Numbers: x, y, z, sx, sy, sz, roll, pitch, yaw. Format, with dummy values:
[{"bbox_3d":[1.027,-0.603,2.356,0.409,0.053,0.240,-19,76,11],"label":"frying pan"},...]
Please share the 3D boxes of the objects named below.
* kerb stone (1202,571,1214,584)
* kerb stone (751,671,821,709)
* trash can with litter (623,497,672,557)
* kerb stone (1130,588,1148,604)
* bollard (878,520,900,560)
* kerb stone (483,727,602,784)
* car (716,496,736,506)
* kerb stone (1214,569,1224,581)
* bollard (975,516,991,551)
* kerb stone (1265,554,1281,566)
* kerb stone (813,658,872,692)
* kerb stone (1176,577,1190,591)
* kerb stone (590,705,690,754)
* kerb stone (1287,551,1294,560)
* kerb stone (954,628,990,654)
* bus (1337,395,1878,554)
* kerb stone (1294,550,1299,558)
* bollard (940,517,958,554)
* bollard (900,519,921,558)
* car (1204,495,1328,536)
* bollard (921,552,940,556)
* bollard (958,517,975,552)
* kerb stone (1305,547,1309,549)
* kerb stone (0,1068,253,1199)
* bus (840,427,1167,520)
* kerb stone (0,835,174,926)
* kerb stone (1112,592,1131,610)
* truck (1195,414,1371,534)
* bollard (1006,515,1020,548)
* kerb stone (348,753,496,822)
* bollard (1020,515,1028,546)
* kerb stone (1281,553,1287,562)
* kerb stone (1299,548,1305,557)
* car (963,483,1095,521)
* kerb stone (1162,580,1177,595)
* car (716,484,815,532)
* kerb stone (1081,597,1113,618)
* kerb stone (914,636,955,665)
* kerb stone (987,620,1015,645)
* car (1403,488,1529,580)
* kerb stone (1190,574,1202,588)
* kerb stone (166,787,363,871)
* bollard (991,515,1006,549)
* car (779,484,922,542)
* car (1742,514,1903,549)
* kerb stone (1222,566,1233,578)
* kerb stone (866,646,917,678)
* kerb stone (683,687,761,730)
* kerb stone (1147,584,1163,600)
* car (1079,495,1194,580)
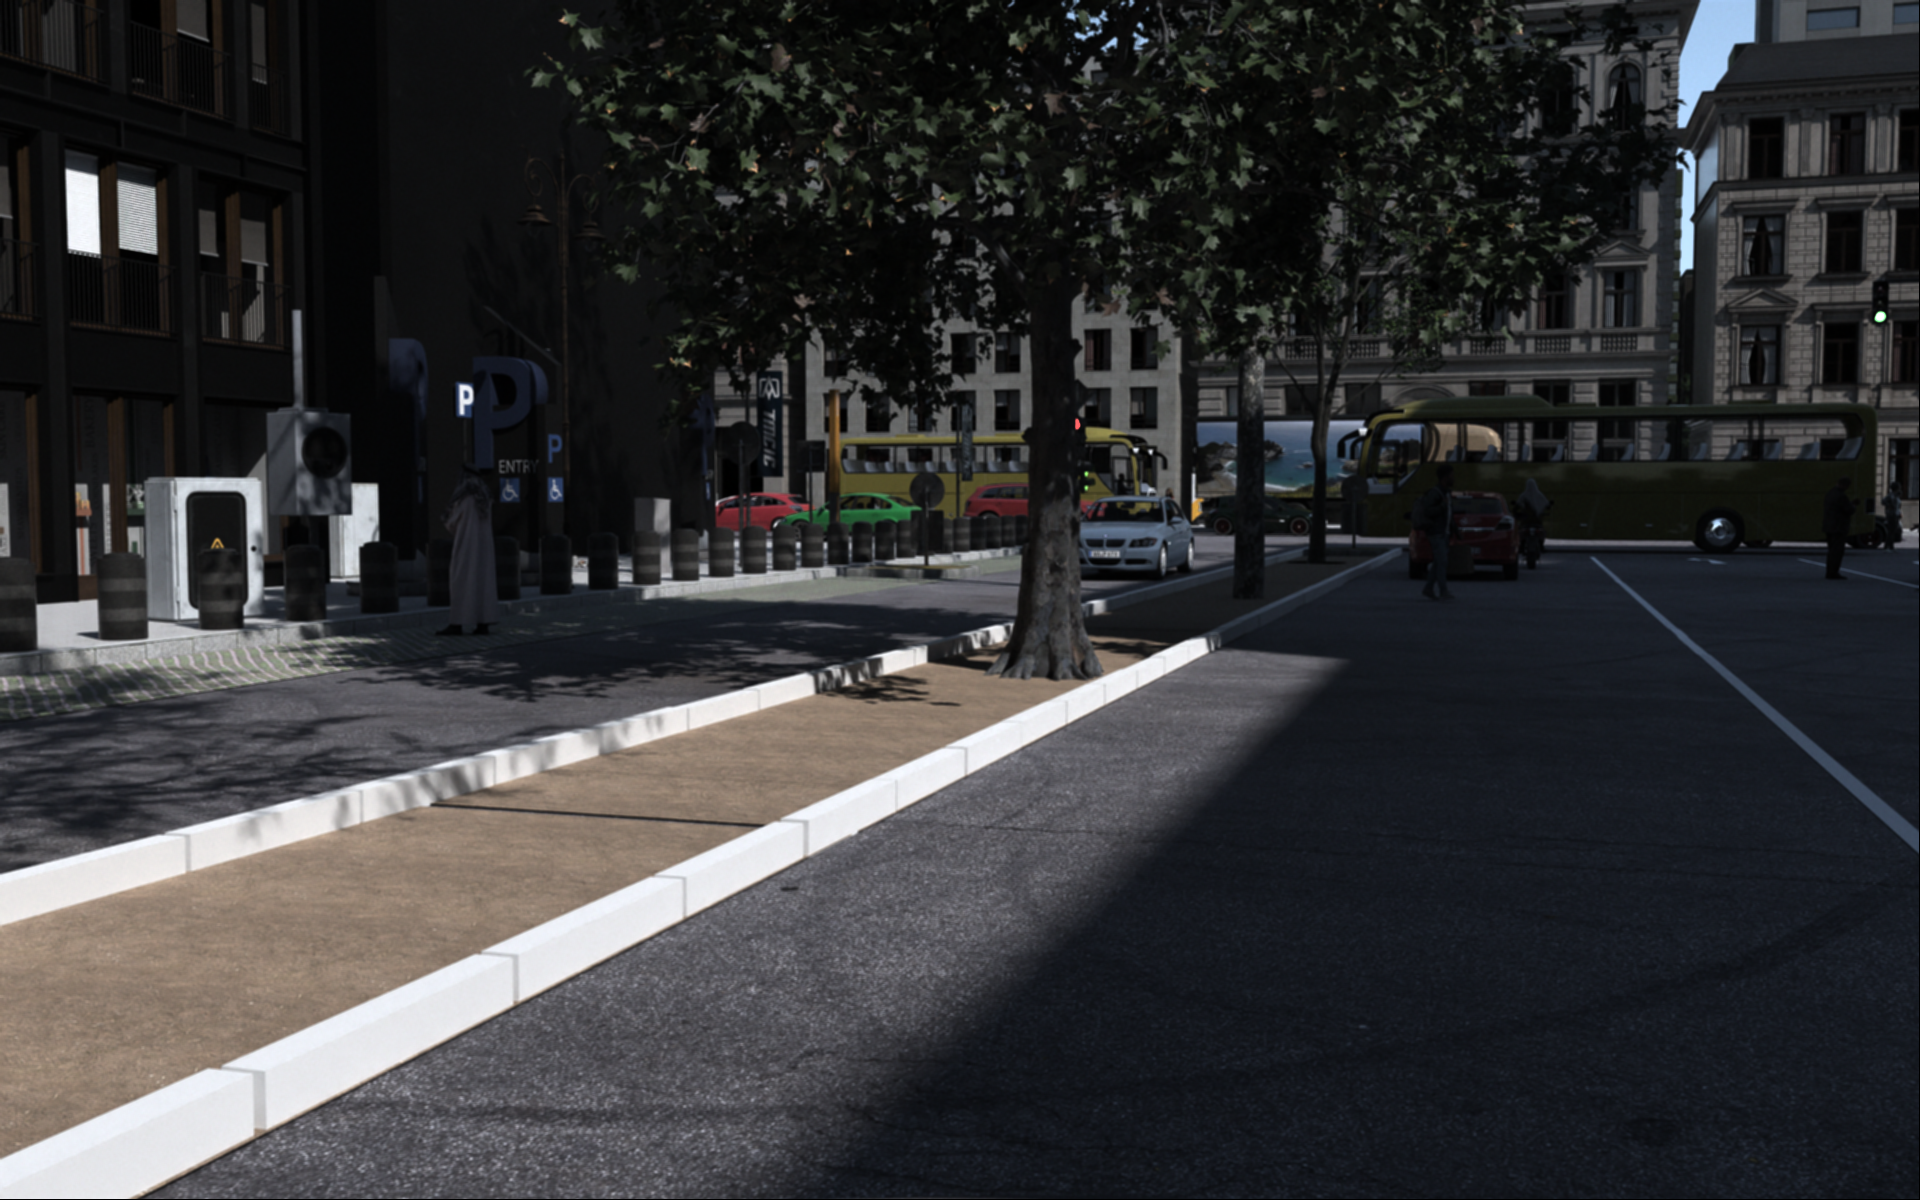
[{"bbox_3d":[3.852,-0.329,27.571,0.120,0.150,1.000,1,4,18],"label":"kerb stone"},{"bbox_3d":[-1.224,0.632,11.908,0.120,0.150,1.000,1,4,18],"label":"kerb stone"},{"bbox_3d":[-6.418,-1.524,35.976,1.678,1.210,2.233,1,4,18],"label":"trash can with litter"},{"bbox_3d":[2.268,-0.028,22.692,0.120,0.150,1.000,1,4,18],"label":"kerb stone"},{"bbox_3d":[-1.469,-1.161,33.697,0.404,0.777,0.398,0,3,0],"label":"bollard"},{"bbox_3d":[-2.176,0.809,8.973,0.120,0.150,1.000,1,4,18],"label":"kerb stone"},{"bbox_3d":[-8.315,-3.523,69.966,4.827,1.381,2.083,1,4,18],"label":"car"},{"bbox_3d":[4.163,-0.387,28.548,0.120,0.150,1.000,1,4,18],"label":"kerb stone"},{"bbox_3d":[0.389,-1.512,39.439,0.404,0.777,0.398,0,3,0],"label":"bollard"},{"bbox_3d":[6.380,-0.804,35.415,0.120,0.150,1.000,1,4,18],"label":"kerb stone"},{"bbox_3d":[-0.909,0.570,12.884,0.120,0.150,1.000,1,4,18],"label":"kerb stone"},{"bbox_3d":[3.218,-0.209,25.621,0.120,0.150,1.000,1,4,18],"label":"kerb stone"},{"bbox_3d":[-1.852,0.749,9.952,0.120,0.150,1.000,1,4,18],"label":"kerb stone"},{"bbox_3d":[7.023,-0.926,37.362,0.120,0.150,1.000,1,4,18],"label":"kerb stone"},{"bbox_3d":[0.046,0.389,15.829,0.120,0.150,1.000,1,4,18],"label":"kerb stone"},{"bbox_3d":[15.770,-3.152,43.074,12.252,3.916,2.896,1,4,19],"label":"bus"},{"bbox_3d":[7.336,-0.987,38.340,0.120,0.150,1.000,1,4,18],"label":"kerb stone"},{"bbox_3d":[-0.352,-1.371,37.138,0.404,0.777,0.398,0,3,0],"label":"bollard"},{"bbox_3d":[-1.097,-1.231,34.840,0.404,0.777,0.398,0,3,0],"label":"bollard"},{"bbox_3d":[10.558,-3.061,59.831,4.222,1.686,2.009,1,4,16],"label":"car"},{"bbox_3d":[-0.728,-1.301,35.986,0.404,0.777,0.398,0,3,0],"label":"bollard"},{"bbox_3d":[0.016,-1.441,38.282,0.404,0.777,0.398,0,3,0],"label":"bollard"},{"bbox_3d":[7.969,-1.105,40.306,0.120,0.150,1.000,1,4,18],"label":"kerb stone"},{"bbox_3d":[-1.776,1.151,3.382,0.120,0.150,1.000,1,4,18],"label":"kerb stone"},{"bbox_3d":[1.434,-4.482,64.831,12.252,3.916,2.896,1,4,18],"label":"bus"},{"bbox_3d":[-3.117,0.990,6.041,0.120,0.150,1.000,1,4,18],"label":"kerb stone"},{"bbox_3d":[1.948,0.037,21.709,0.120,0.150,1.000,1,4,18],"label":"kerb stone"},{"bbox_3d":[14.162,-4.456,61.777,11.283,4.237,2.839,1,4,18],"label":"truck"},{"bbox_3d":[1.134,-1.652,41.729,0.404,0.777,0.398,0,3,0],"label":"bollard"},{"bbox_3d":[-2.488,0.868,7.996,0.120,0.150,1.000,1,4,18],"label":"kerb stone"},{"bbox_3d":[1.507,-1.723,42.889,0.404,0.777,0.398,0,3,0],"label":"bollard"},{"bbox_3d":[6.700,-0.864,36.389,0.120,0.150,1.000,1,4,18],"label":"kerb stone"},{"bbox_3d":[7.646,-1.047,39.317,0.120,0.150,1.000,1,4,18],"label":"kerb stone"},{"bbox_3d":[2.731,-3.149,60.157,5.304,1.827,2.281,1,4,19],"label":"car"},{"bbox_3d":[2.899,-0.150,24.646,0.120,0.150,1.000,1,4,18],"label":"kerb stone"},{"bbox_3d":[-6.914,-2.939,57.097,4.494,1.783,2.155,1,4,16],"label":"car"},{"bbox_3d":[1.628,0.090,20.726,0.120,0.150,1.000,1,4,18],"label":"kerb stone"},{"bbox_3d":[-0.274,0.450,14.845,0.120,0.150,1.000,1,4,18],"label":"kerb stone"},{"bbox_3d":[0.370,0.330,16.807,0.120,0.150,1.000,1,4,18],"label":"kerb stone"},{"bbox_3d":[8.893,-1.313,30.504,2.155,1.783,4.494,1,4,17],"label":"car"},{"bbox_3d":[3.531,-0.269,26.597,0.120,0.150,1.000,1,4,18],"label":"kerb stone"},{"bbox_3d":[-2.802,0.928,7.020,0.120,0.150,1.000,1,4,18],"label":"kerb stone"},{"bbox_3d":[0.761,-1.582,40.585,0.404,0.777,0.398,0,3,0],"label":"bollard"},{"bbox_3d":[-3.076,-2.590,51.141,4.718,1.807,1.959,1,4,19],"label":"car"},{"bbox_3d":[22.694,-2.219,46.063,4.222,1.686,2.009,1,4,17],"label":"car"},{"bbox_3d":[4.480,-0.449,29.529,0.120,0.150,1.000,1,4,18],"label":"kerb stone"},{"bbox_3d":[-0.590,0.510,13.859,0.120,0.150,1.000,1,4,18],"label":"kerb stone"},{"bbox_3d":[-1.535,0.697,10.932,0.120,0.150,1.000,1,4,18],"label":"kerb stone"},{"bbox_3d":[2.587,-0.088,23.669,0.120,0.150,1.000,1,4,18],"label":"kerb stone"},{"bbox_3d":[3.011,-1.132,30.514,2.014,1.417,4.499,1,4,17],"label":"car"}]
